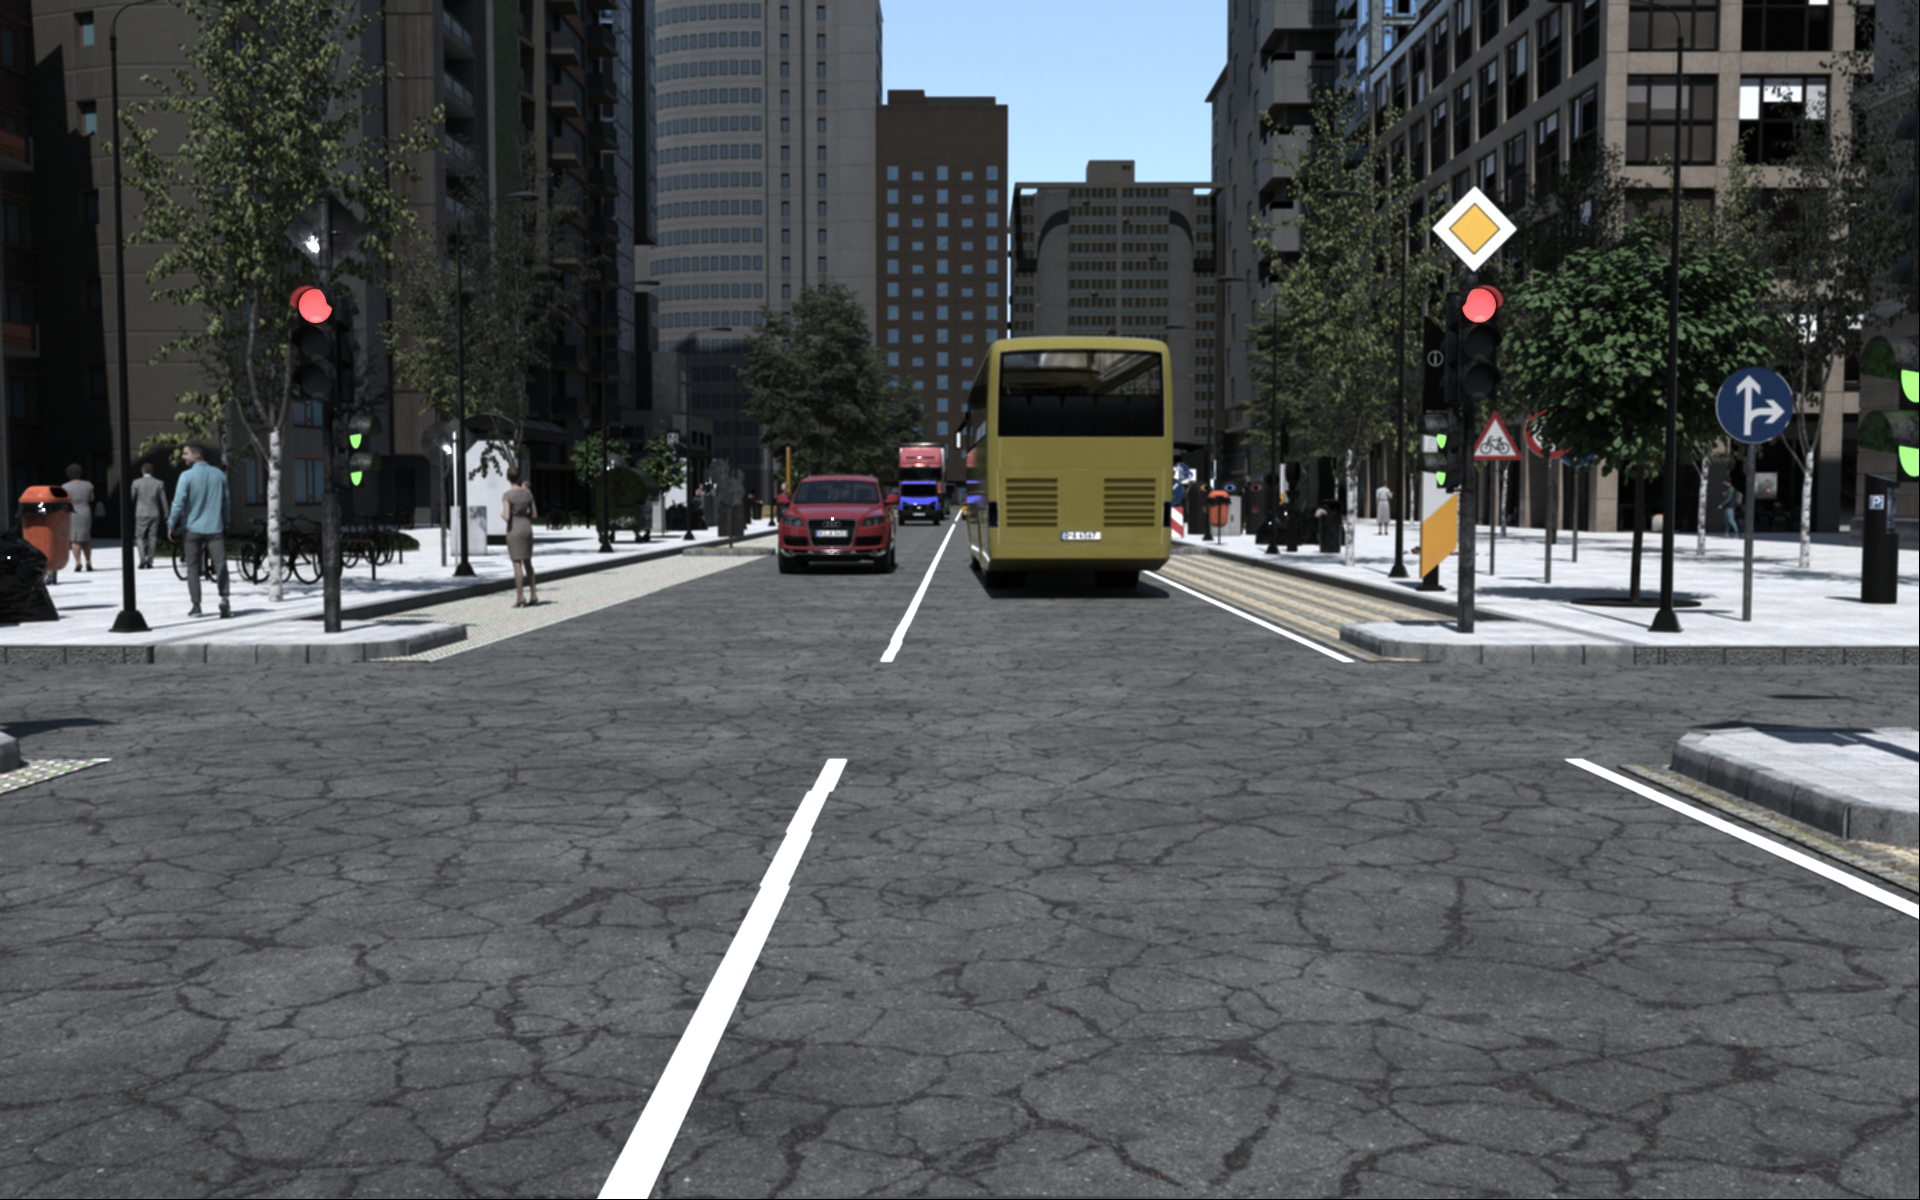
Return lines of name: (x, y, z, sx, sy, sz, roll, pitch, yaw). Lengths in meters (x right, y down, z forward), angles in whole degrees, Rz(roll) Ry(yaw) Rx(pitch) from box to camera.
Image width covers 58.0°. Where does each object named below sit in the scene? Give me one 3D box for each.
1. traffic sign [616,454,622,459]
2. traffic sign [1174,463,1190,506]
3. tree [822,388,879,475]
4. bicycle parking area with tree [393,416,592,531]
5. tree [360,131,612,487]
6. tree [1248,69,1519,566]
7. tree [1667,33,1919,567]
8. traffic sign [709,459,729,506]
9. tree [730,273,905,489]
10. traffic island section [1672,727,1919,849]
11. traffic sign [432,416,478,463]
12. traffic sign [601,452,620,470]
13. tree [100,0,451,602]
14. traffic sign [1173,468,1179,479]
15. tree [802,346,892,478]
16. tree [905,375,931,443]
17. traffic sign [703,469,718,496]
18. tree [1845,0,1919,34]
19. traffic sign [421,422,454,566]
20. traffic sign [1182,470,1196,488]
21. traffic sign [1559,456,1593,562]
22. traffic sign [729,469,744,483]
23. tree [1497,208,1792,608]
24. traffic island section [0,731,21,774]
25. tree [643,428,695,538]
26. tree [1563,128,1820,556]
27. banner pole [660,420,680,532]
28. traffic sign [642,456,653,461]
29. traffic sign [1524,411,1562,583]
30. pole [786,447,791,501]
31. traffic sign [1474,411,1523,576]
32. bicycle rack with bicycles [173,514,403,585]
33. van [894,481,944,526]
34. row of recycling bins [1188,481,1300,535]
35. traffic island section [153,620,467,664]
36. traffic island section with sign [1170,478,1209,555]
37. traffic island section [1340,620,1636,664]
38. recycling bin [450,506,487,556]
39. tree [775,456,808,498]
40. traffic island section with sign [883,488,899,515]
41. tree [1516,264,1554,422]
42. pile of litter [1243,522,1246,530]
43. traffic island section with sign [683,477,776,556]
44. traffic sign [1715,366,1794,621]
traffic sign: (-11.274, -3.497, 56.909, 0.795, 2.593, 0.064, 0, 4, 3)
traffic sign: (8.909, -4.286, 70.181, 0.768, 2.556, 0.104, 0, 4, 7)
tree: (-7.471, -9.830, 111.084, 4.737, 8.622, 4.395, 0, 3, 0)
bicycle parking area with tree: (-16.356, -4.720, 64.170, 8.231, 4.147, 9.016, 1, 4, 11)
tree: (-9.156, -5.147, 34.510, 4.360, 8.622, 3.978, 0, 3, 0)
tree: (6.965, -4.894, 30.386, 4.737, 8.622, 4.395, 0, 3, 0)
tree: (14.802, -4.891, 30.324, 4.360, 8.622, 3.978, 0, 3, 0)
traffic sign: (-8.819, -3.870, 63.380, 0.768, 2.556, 0.104, 0, 4, 1)
tree: (-8.652, -11.936, 101.805, 9.857, 13.997, 8.962, 0, 3, 0)
traffic island section: (4.656, 0.871, 8.041, 2.009, 0.180, 2.903, 0, 4, 0)
traffic sign: (-8.559, -1.812, 29.358, 0.795, 2.593, 0.064, 0, 4, 4)
traffic sign: (-10.764, -3.300, 53.688, 0.795, 2.593, 0.064, 0, 4, 8)
tree: (-8.211, -4.298, 20.639, 4.737, 8.622, 4.395, 0, 3, 0)
traffic sign: (8.048, -3.914, 66.129, 0.606, 2.300, 0.079, 1, 4, 10)
tree: (-8.392, -12.871, 128.574, 7.486, 12.596, 7.792, 0, 3, 0)
tree: (-7.380, -15.560, 161.060, 9.857, 13.997, 8.962, 0, 3, 0)
traffic sign: (-10.294, -4.242, 71.489, 0.606, 2.300, 0.079, 0, 4, 1)
tree: (13.534, -4.463, 23.327, 4.360, 8.622, 3.978, 0, 3, 0)
traffic sign: (-9.148, -1.867, 30.631, 0.768, 2.556, 0.104, 0, 4, 1)
traffic sign: (9.346, -4.203, 70.844, 0.606, 2.300, 0.079, 0, 4, 3)
traffic sign: (11.559, -1.981, 32.496, 0.768, 2.556, 0.104, 0, 4, 7)
traffic sign: (-11.330, -5.374, 87.963, 0.768, 2.556, 0.104, 0, 4, 2)
tree: (7.803, -2.224, 20.077, 4.285, 4.588, 4.351, 0, 3, 0)
traffic island section: (-5.885, 0.867, 8.102, 2.009, 0.180, 2.903, 0, 4, 0)
tree: (-8.613, -3.447, 50.964, 1.663, 3.219, 1.824, 0, 3, 0)
tree: (15.521, -5.235, 35.957, 4.737, 8.622, 4.395, 0, 3, 0)
banner pole: (-9.898, -4.212, 58.875, 0.863, 3.779, 0.401, -2, 4, -24)
traffic sign: (-10.436, -3.546, 58.080, 0.768, 2.556, 0.104, 0, 4, 2)
traffic sign: (8.446, -1.511, 24.815, 0.768, 2.556, 0.104, 0, 4, 5)
pole: (-7.356, -4.929, 74.431, 0.158, 3.312, 0.155, 0, 3, 0)
traffic sign: (8.376, -1.663, 27.197, 0.884, 2.594, 0.081, 0, 4, 2)
bicycle rack with bicycles: (-9.938, -0.742, 25.515, 2.852, 0.926, 2.925, -3, 5, -43)
van: (-1.901, -4.637, 80.197, 2.240, 2.365, 5.245, 0, 4, -1)
row of recycling bins: (8.991, -2.926, 54.948, 3.534, 1.692, 1.069, 1, 4, 14)
traffic island section: (-5.842, 0.379, 16.087, 2.009, 0.180, 2.903, 0, 4, 0)
traffic island section with sign: (4.841, -2.011, 41.515, 1.989, 1.847, 2.006, 0, 4, 0)
traffic island section: (4.699, 0.383, 16.026, 2.009, 0.180, 2.903, 0, 4, 0)
recycling bin: (-10.229, -1.438, 36.066, 0.722, 1.027, 0.722, -1, 4, -16)
tree: (-8.427, -5.571, 85.680, 1.663, 3.219, 1.824, 0, 3, 0)
traffic island section with sign: (-4.968, -6.680, 117.843, 1.989, 1.847, 2.006, 0, 4, 0)
tree: (16.301, -6.222, 52.098, 4.737, 8.622, 4.395, 0, 3, 0)
pile of litter: (10.701, -2.964, 62.423, 1.719, 0.858, 1.176, -1, 4, -17)
traffic island section with sign: (-5.379, -1.961, 40.688, 1.989, 1.847, 2.006, 0, 4, 0)
traffic sign: (7.942, -1.058, 17.408, 0.768, 2.556, 0.104, 0, 4, 2)
